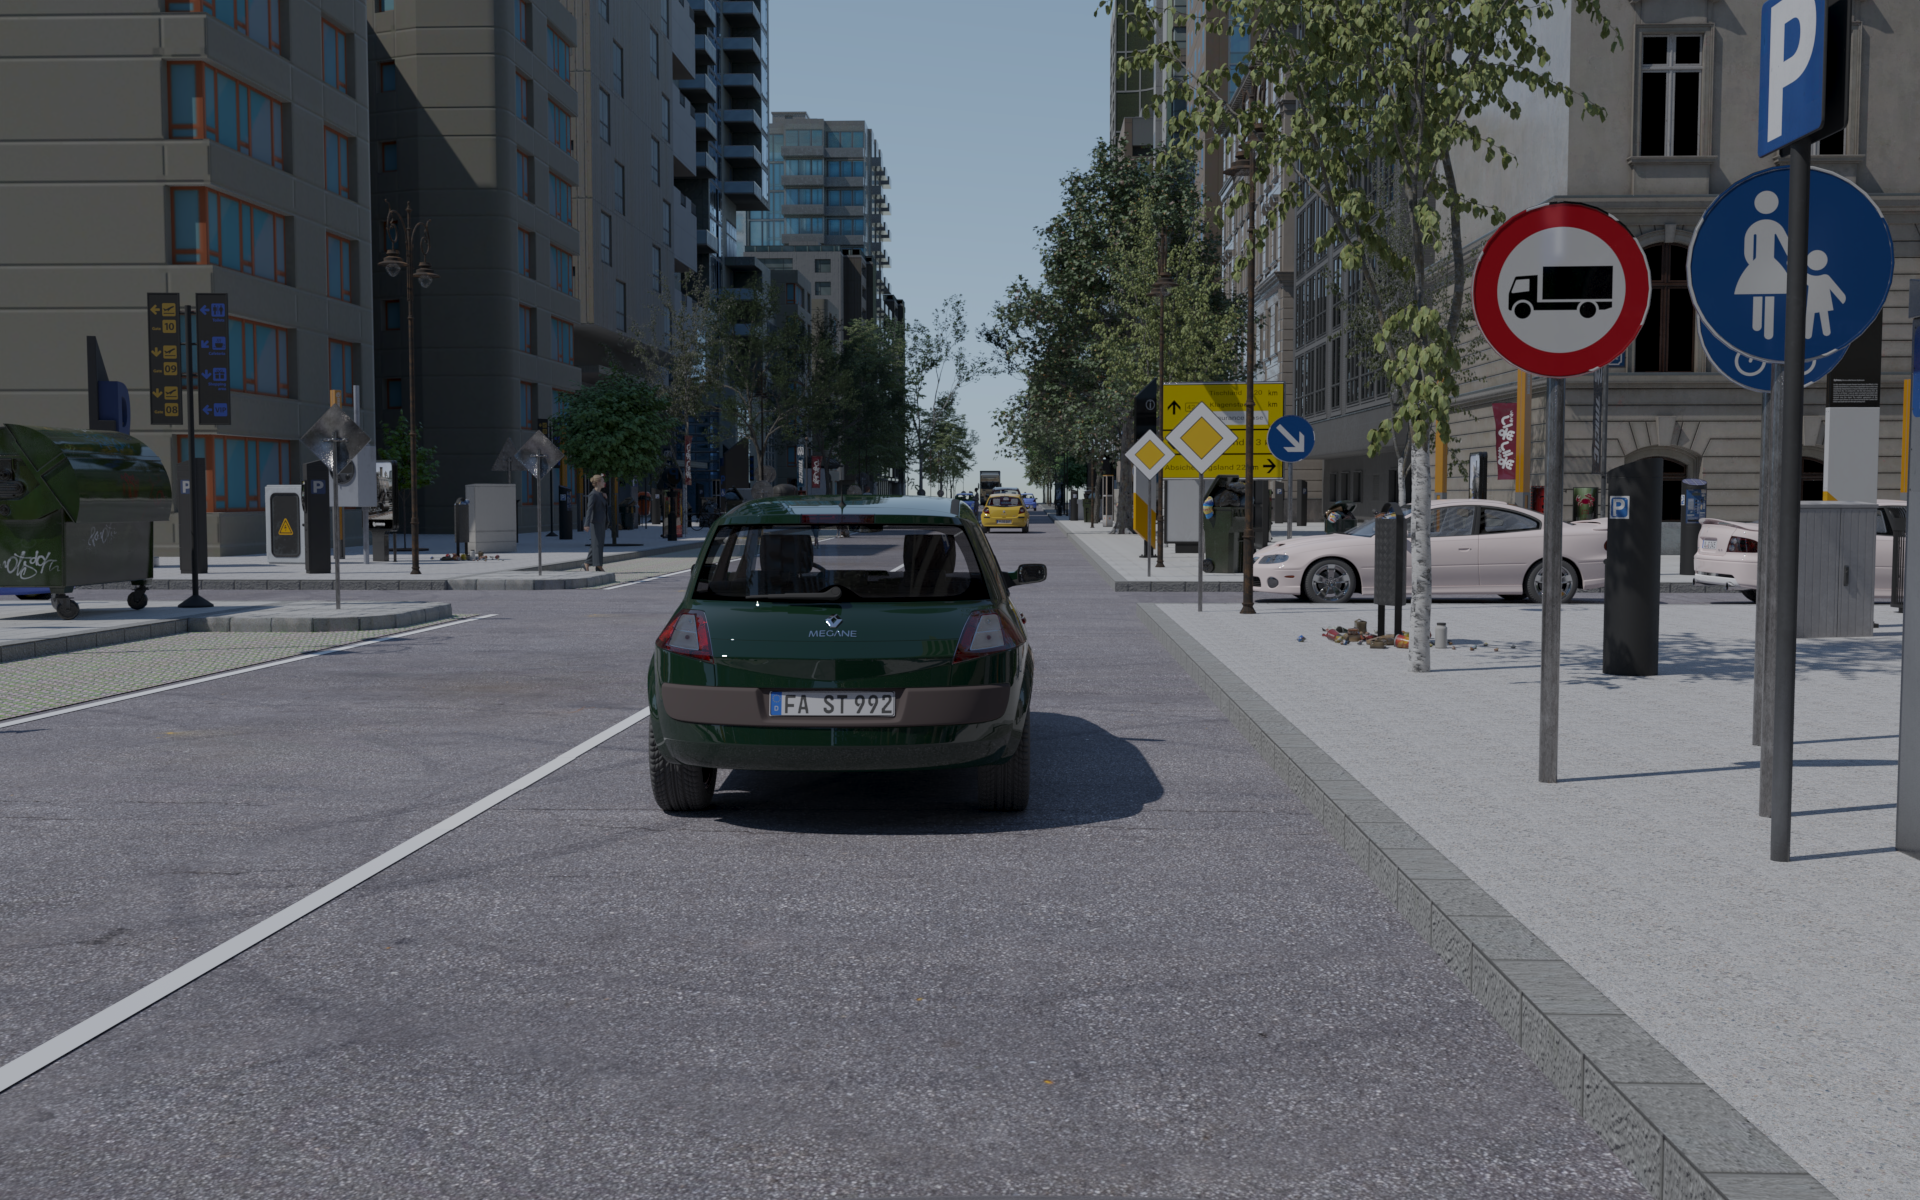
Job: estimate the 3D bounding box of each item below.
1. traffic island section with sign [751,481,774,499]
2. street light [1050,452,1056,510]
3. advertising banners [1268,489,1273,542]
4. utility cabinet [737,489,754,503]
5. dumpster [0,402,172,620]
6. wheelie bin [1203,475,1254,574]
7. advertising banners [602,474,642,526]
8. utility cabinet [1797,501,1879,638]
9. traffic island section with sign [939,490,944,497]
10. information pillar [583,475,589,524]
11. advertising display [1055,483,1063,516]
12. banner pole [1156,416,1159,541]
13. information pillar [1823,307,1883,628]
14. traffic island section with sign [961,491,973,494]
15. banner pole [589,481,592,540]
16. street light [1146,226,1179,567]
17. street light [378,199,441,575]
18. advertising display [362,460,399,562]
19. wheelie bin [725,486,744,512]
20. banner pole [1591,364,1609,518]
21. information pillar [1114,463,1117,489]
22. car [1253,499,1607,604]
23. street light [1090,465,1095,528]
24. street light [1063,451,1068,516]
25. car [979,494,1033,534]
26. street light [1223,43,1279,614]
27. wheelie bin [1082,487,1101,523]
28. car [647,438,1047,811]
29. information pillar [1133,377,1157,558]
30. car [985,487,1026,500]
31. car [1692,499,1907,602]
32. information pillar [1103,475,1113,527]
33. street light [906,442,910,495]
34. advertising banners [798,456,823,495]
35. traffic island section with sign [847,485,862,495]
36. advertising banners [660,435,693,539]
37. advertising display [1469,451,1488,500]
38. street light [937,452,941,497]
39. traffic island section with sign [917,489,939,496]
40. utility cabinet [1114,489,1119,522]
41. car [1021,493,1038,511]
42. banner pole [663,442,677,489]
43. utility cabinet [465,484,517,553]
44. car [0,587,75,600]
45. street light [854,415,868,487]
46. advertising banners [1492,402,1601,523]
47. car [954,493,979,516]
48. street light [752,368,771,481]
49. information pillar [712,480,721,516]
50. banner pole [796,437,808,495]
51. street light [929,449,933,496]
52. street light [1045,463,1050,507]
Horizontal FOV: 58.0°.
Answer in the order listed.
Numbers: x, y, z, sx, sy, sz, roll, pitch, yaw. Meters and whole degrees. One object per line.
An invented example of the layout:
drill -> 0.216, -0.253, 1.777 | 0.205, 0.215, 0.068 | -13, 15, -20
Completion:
traffic island section with sign -> -5.724, -2.535, 50.071 | 1.989, 1.847, 2.006 | 0, 4, 2
street light -> 7.863, -10.393, 142.706 | 0.468, 5.910, 1.993 | 0, 4, 2
advertising banners -> 8.055, -3.027, 45.687 | 0.090, 3.025, 2.074 | 1, 4, 20
utility cabinet -> -8.572, -3.668, 68.651 | 1.173, 1.500, 0.318 | 0, 4, -6
dumpster -> -9.535, -0.968, 18.326 | 1.502, 2.255, 1.985 | 0, 4, 2
wheelie bin -> 4.368, -1.241, 28.195 | 0.693, 1.594, 0.980 | 3, 5, 41
advertising banners -> -13.936, -4.549, 70.565 | 2.074, 3.025, 0.090 | 1, 4, 12
utility cabinet -> 7.699, -0.268, 15.552 | 1.020, 1.237, 0.306 | -1, 4, -13
traffic island section with sign -> -1.655, -8.862, 153.519 | 1.989, 1.847, 2.006 | 0, 4, 2
information pillar -> -13.452, -3.511, 61.903 | 0.304, 2.012, 0.304 | 1, 4, 9
advertising display -> 5.773, -5.845, 100.784 | 0.123, 1.923, 0.974 | -1, 4, -16
banner pole -> 5.422, -3.518, 47.536 | 0.401, 3.779, 0.863 | -2, 4, -26
information pillar -> 8.540, -1.541, 16.555 | 0.504, 3.616, 0.183 | 0, 4, 2
traffic island section with sign -> 1.561, -13.858, 235.213 | 1.989, 1.847, 2.006 | 0, 4, 2
banner pole -> -10.258, -3.575, 48.466 | 0.401, 3.779, 0.863 | -2, 4, -28
street light -> 3.506, -3.509, 30.161 | 0.468, 5.910, 1.993 | 0, 4, 2
street light -> -8.704, -3.348, 27.522 | 0.468, 5.910, 1.993 | 0, 4, 2
advertising display -> -11.010, -1.692, 32.875 | 0.974, 1.923, 0.123 | 2, 4, 35
wheelie bin -> -8.359, -3.432, 64.027 | 0.693, 1.594, 0.980 | -1, 4, -12
banner pole -> 10.013, -2.269, 27.108 | 0.401, 3.779, 0.863 | 3, 4, 37
information pillar -> 9.030, -6.762, 101.921 | 0.183, 3.616, 0.504 | -2, 4, -33
car -> 6.186, -0.638, 22.790 | 4.827, 1.381, 2.083 | 0, 4, 1
street light -> 5.008, -5.662, 65.368 | 0.468, 5.910, 1.993 | 0, 4, 2
street light -> 6.500, -8.256, 107.772 | 0.468, 5.910, 1.993 | 0, 4, 2
car -> 1.702, -3.313, 64.392 | 2.015, 1.641, 3.980 | 0, 4, 3
street light -> 3.090, -2.790, 18.407 | 0.468, 5.910, 1.993 | 0, 4, 2
wheelie bin -> 5.928, -4.280, 77.882 | 0.693, 1.594, 0.980 | -3, 5, -43
car -> -0.518, 0.035, 9.222 | 2.009, 1.686, 4.222 | 0, 4, 0
information pillar -> 3.722, -2.652, 34.712 | 0.504, 3.616, 0.183 | -2, 4, -24
car -> 2.528, -5.313, 95.536 | 2.281, 1.827, 5.304 | 0, 4, 1
car -> 11.880, -0.585, 21.927 | 4.827, 1.381, 2.083 | 0, 4, 4
information pillar -> 5.764, -3.853, 67.487 | 0.304, 2.012, 0.304 | -2, 4, -25
street light -> -4.214, -10.207, 139.673 | 0.468, 5.910, 1.993 | 0, 4, 2
advertising banners -> -7.228, -5.030, 78.426 | 2.074, 3.025, 0.090 | -1, 4, -15
traffic island section with sign -> -4.674, -4.187, 77.085 | 1.989, 1.847, 2.006 | 0, 4, 2
advertising banners -> -8.283, -3.338, 50.763 | 0.090, 3.025, 2.074 | 1, 4, 17
advertising display -> 7.946, -1.308, 26.607 | 0.123, 1.923, 0.974 | 0, 4, 7
street light -> -2.295, -13.125, 187.386 | 0.468, 5.910, 1.993 | 0, 4, 2
traffic island section with sign -> -2.753, -7.163, 125.736 | 1.989, 1.847, 2.006 | 0, 4, 2
utility cabinet -> 7.451, -4.321, 79.320 | 0.318, 1.500, 1.173 | 2, 4, 31
car -> 5.696, -8.481, 148.254 | 1.945, 1.707, 3.694 | 0, 4, 1
banner pole -> -13.861, -5.697, 83.164 | 0.863, 3.779, 0.401 | 1, 4, 15
utility cabinet -> -10.190, -1.770, 37.622 | 0.318, 1.500, 1.173 | 2, 4, 32
car -> -13.387, -0.773, 22.234 | 3.694, 1.707, 1.945 | 0, 4, 3
street light -> -5.786, -7.744, 99.401 | 0.468, 5.910, 1.993 | 0, 4, 2
advertising banners -> 11.018, -2.225, 32.566 | 2.074, 3.025, 0.090 | 2, 4, 32
car -> 0.320, -6.508, 115.991 | 1.945, 1.707, 3.694 | 0, 4, 2
street light -> -7.257, -5.552, 63.556 | 0.468, 5.910, 1.993 | 0, 4, 2
information pillar -> -12.578, -5.196, 89.439 | 0.304, 2.012, 0.304 | 3, 5, 39
banner pole -> -6.924, -5.290, 76.511 | 0.863, 3.779, 0.401 | 3, 5, 41
street light -> -2.946, -12.344, 174.611 | 0.468, 5.910, 1.993 | 0, 4, 2
street light -> 9.286, -12.550, 177.984 | 0.468, 5.910, 1.993 | 0, 4, 2
